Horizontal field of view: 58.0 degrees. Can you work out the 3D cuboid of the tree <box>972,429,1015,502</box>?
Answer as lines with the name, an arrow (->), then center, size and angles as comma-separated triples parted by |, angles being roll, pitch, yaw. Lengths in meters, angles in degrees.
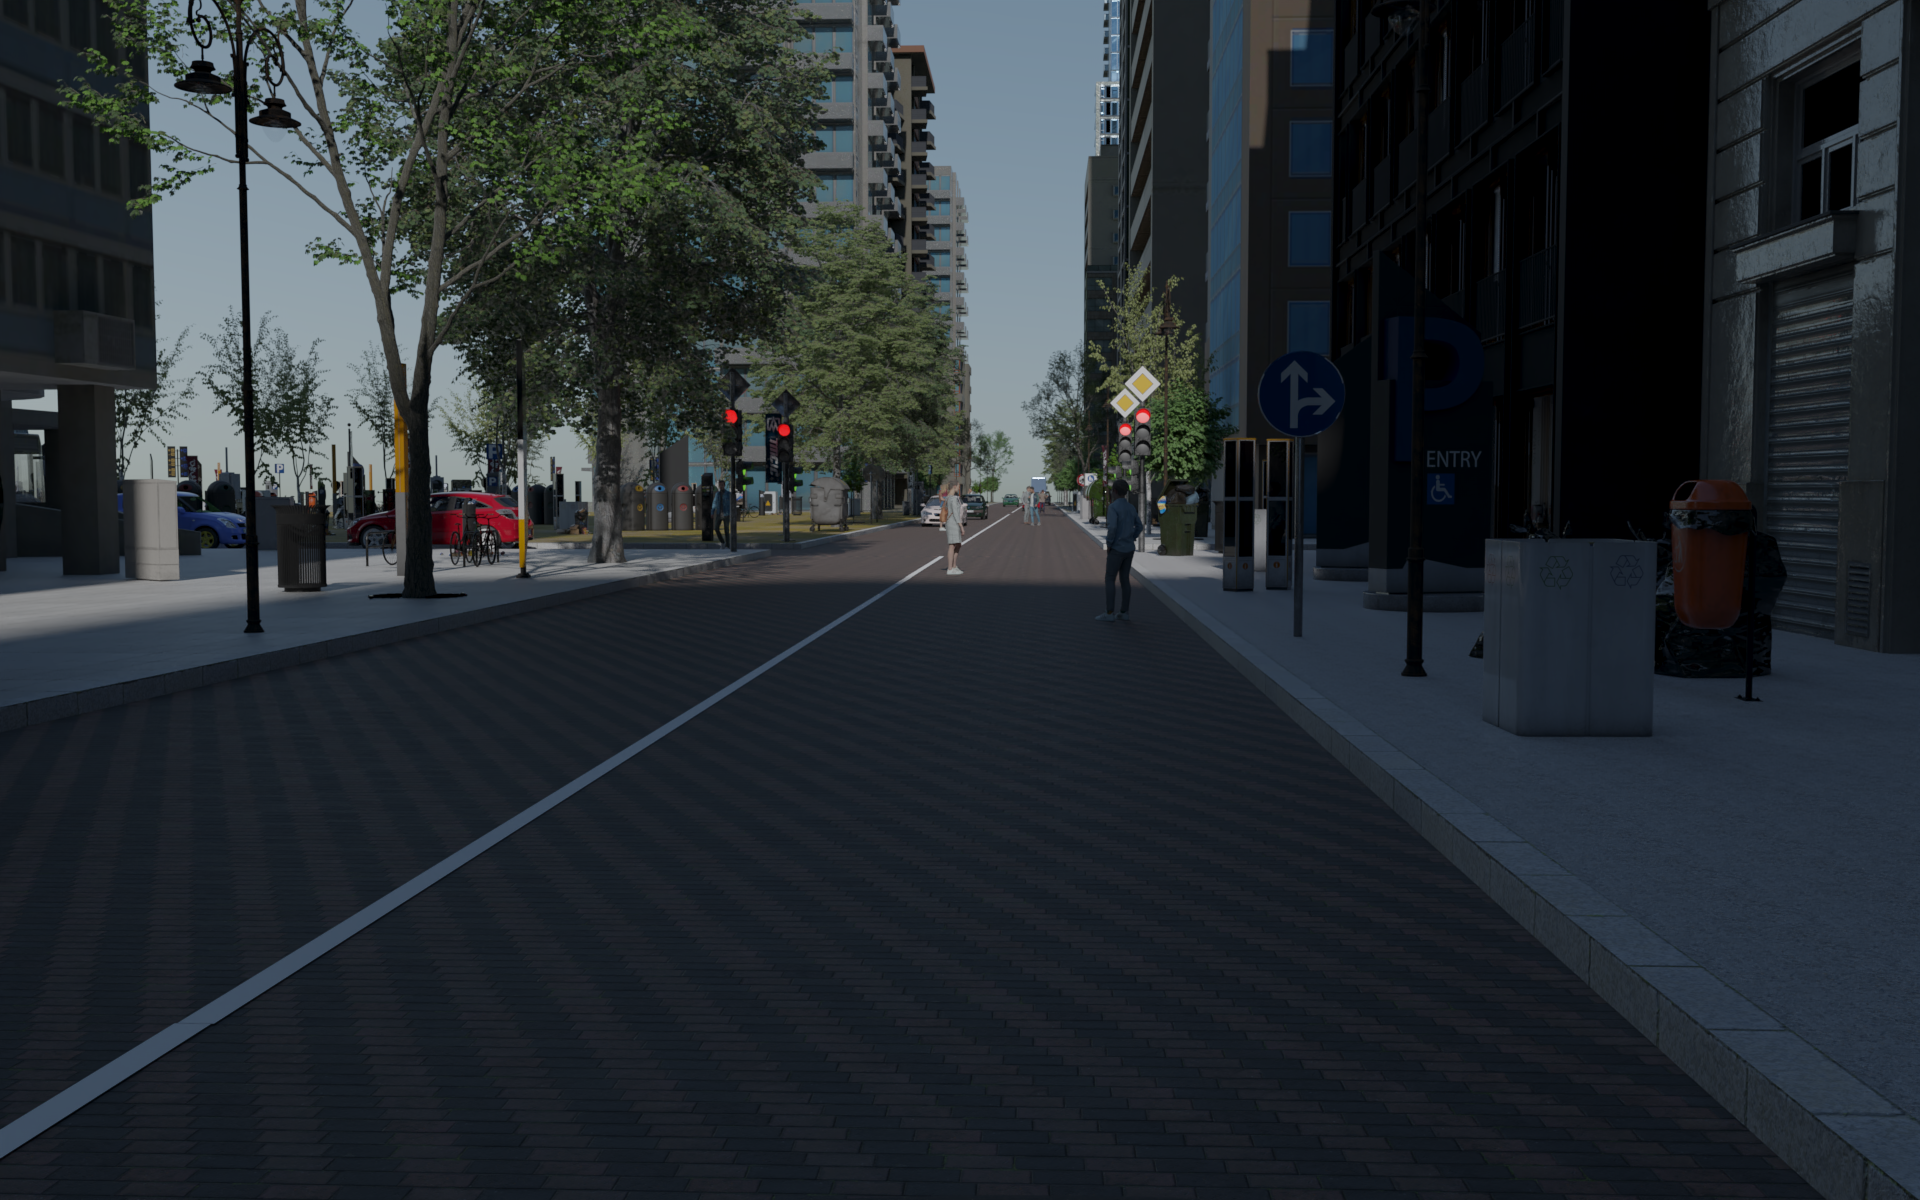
tree -> 5.199, -21.467, 276.737 | 9.928, 11.665, 9.643 | 0, 3, 0

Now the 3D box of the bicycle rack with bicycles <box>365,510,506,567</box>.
bicycle rack with bicycles -> -9.427, -1.118, 31.659 | 2.852, 0.926, 2.925 | 0, 4, 5

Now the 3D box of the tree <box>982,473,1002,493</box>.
tree -> 4.875, -17.367, 267.655 | 4.285, 4.588, 4.351 | 0, 3, 0

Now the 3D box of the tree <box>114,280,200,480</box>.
tree -> -27.989, -6.592, 58.141 | 4.360, 8.622, 3.978 | 0, 3, 0

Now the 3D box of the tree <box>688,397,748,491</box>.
tree -> -14.396, -9.337, 103.019 | 4.360, 8.622, 3.978 | 0, 3, 0

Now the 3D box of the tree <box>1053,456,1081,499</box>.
tree -> 9.318, -9.060, 131.837 | 4.285, 4.588, 4.351 | 0, 3, 0

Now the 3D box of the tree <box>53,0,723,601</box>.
tree -> -6.751, -5.822, 20.944 | 9.928, 11.665, 9.643 | 0, 3, 0

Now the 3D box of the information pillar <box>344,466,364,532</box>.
information pillar -> -16.084, -2.544, 46.082 | 0.304, 2.012, 0.304 | 3, 4, 36

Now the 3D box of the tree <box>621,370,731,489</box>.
tree -> -14.198, -8.076, 82.402 | 4.737, 8.622, 4.395 | 0, 3, 0

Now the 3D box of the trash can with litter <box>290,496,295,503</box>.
trash can with litter -> -47.159, -6.731, 121.440 | 1.055, 1.170, 0.624 | 1, 4, 12

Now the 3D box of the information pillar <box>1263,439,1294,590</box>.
information pillar -> 4.284, -1.145, 23.216 | 0.304, 2.012, 0.304 | 1, 4, 22

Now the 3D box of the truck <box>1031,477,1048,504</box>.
truck -> 12.318, -16.979, 267.361 | 2.967, 4.110, 18.799 | 0, 4, 1

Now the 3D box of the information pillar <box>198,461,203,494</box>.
information pillar -> -49.654, -7.442, 113.023 | 0.183, 3.616, 0.504 | 1, 4, 18

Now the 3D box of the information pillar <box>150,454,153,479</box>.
information pillar -> -46.658, -6.645, 100.007 | 0.183, 3.616, 0.504 | -2, 4, -34

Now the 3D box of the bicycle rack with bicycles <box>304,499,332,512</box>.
bicycle rack with bicycles -> -42.919, -6.337, 116.999 | 2.852, 0.926, 2.925 | -2, 4, -24

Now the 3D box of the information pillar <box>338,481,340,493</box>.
information pillar -> -34.611, -5.669, 97.175 | 0.304, 2.012, 0.304 | -2, 4, -34

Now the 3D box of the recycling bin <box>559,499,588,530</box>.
recycling bin -> -12.969, -2.790, 58.179 | 0.722, 1.027, 0.722 | 1, 4, 18

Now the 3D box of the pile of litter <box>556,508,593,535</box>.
pile of litter -> -12.359, -2.539, 55.475 | 1.176, 0.858, 1.719 | -1, 4, -15

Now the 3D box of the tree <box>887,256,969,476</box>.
tree -> -4.291, -11.087, 87.934 | 9.857, 13.997, 8.962 | 0, 3, 0

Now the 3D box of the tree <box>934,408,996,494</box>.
tree -> 0.464, -15.513, 188.048 | 7.601, 10.594, 8.767 | 0, 4, 7

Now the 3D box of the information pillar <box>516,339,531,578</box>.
information pillar -> -6.707, -2.152, 26.539 | 0.183, 3.616, 0.504 | 0, 4, -8

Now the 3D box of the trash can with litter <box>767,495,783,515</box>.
trash can with litter -> -11.292, -5.859, 106.852 | 1.678, 1.210, 2.233 | 2, 4, 27

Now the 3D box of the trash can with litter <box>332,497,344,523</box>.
trash can with litter -> -26.299, -3.807, 73.632 | 0.624, 1.170, 1.055 | 0, 4, -4

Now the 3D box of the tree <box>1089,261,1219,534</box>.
tree -> 6.011, -6.374, 54.583 | 4.737, 8.622, 4.395 | 0, 3, 0

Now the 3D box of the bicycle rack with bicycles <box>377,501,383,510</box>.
bicycle rack with bicycles -> -30.759, -4.777, 91.482 | 2.852, 0.926, 2.925 | -2, 4, -29

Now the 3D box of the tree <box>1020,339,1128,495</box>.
tree -> 7.606, -10.328, 103.278 | 8.767, 10.594, 7.601 | 1, 4, 9

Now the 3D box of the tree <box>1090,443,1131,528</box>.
tree -> 5.965, -4.357, 65.842 | 1.663, 3.219, 1.824 | 0, 3, 0

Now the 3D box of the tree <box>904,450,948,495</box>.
tree -> -2.543, -8.838, 128.211 | 4.285, 4.588, 4.351 | 0, 3, 0

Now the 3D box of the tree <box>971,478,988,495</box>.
tree -> 2.043, -13.559, 216.295 | 1.663, 3.219, 1.824 | 0, 3, 0

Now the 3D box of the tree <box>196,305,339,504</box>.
tree -> -27.812, -7.218, 68.379 | 4.737, 8.622, 4.395 | 0, 3, 0

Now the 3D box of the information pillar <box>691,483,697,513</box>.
information pillar -> -17.949, -6.874, 116.876 | 0.304, 2.012, 0.304 | -2, 4, -26

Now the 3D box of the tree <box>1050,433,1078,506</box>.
tree -> 11.808, -14.872, 193.526 | 4.360, 8.622, 3.978 | 0, 3, 0

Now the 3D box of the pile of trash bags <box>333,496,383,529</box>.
pile of trash bags -> -21.681, -3.389, 65.155 | 1.912, 1.369, 3.447 | 3, 5, 41

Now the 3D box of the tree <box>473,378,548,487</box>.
tree -> -26.413, -9.227, 101.230 | 4.360, 8.622, 3.978 | 0, 3, 0

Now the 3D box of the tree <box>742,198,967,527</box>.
tree -> -4.373, -9.105, 66.994 | 7.486, 12.596, 7.792 | 0, 3, 0

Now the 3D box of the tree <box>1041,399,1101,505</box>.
tree -> 13.078, -17.600, 205.889 | 7.486, 12.596, 7.792 | 0, 3, 0

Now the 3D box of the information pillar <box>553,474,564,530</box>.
information pillar -> -14.364, -3.518, 62.006 | 0.304, 2.012, 0.304 | -2, 4, -33

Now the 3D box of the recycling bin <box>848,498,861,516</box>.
recycling bin -> -6.318, -5.484, 102.213 | 0.722, 1.027, 0.722 | -2, 4, -24

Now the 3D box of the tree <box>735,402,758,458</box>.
tree -> -15.321, -9.787, 110.381 | 4.737, 8.622, 4.395 | 0, 3, 0

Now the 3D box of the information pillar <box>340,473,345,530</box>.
information pillar -> -20.896, -3.354, 59.329 | 0.304, 2.012, 0.304 | 3, 4, 38

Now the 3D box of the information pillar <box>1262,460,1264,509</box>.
information pillar -> 6.677, -2.004, 37.250 | 0.304, 2.012, 0.304 | 2, 4, 24

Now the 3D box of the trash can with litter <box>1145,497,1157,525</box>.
trash can with litter -> 7.856, -3.671, 71.405 | 0.624, 1.170, 1.055 | -1, 4, -18

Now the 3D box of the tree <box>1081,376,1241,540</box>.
tree -> 6.214, -3.970, 48.622 | 4.285, 4.588, 4.351 | 0, 3, 0

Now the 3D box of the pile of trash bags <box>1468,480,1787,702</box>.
pile of trash bags -> 4.822, -0.149, 12.182 | 1.912, 1.369, 3.447 | 0, 4, 6

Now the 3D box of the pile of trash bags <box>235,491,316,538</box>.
pile of trash bags -> -19.919, -2.449, 49.799 | 1.912, 1.369, 3.447 | -1, 4, -11

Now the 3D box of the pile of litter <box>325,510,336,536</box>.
pile of litter -> -19.996, -2.430, 53.692 | 1.176, 0.858, 1.719 | -2, 4, -24

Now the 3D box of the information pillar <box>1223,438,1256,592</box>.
information pillar -> 3.676, -1.121, 22.821 | 0.304, 2.012, 0.304 | -2, 4, -30

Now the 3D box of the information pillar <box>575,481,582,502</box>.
information pillar -> -21.397, -5.665, 97.113 | 0.304, 2.012, 0.304 | 0, 4, 2

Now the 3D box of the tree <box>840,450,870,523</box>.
tree -> -4.702, -4.987, 76.142 | 1.663, 3.219, 1.824 | 0, 3, 0

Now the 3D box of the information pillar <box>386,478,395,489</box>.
information pillar -> -25.822, -4.531, 78.578 | 0.304, 2.012, 0.304 | 1, 4, 9

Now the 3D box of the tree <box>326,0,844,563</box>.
tree -> -6.629, -7.677, 32.174 | 9.857, 13.997, 8.962 | 0, 3, 0

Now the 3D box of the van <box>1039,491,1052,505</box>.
van -> 10.869, -13.249, 223.629 | 2.013, 2.044, 4.112 | 0, 4, 1

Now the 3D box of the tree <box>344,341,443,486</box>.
tree -> -27.465, -8.147, 83.565 | 4.360, 8.622, 3.978 | 0, 3, 0

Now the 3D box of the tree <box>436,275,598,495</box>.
tree -> -13.057, -6.117, 50.371 | 4.737, 8.622, 4.395 | 0, 3, 0

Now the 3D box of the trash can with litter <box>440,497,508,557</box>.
trash can with litter -> -10.043, -1.543, 36.280 | 1.678, 1.210, 2.233 | 0, 4, 3

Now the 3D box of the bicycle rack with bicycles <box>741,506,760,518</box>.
bicycle rack with bicycles -> -12.270, -4.906, 93.600 | 2.925, 0.926, 2.852 | 0, 3, 0
